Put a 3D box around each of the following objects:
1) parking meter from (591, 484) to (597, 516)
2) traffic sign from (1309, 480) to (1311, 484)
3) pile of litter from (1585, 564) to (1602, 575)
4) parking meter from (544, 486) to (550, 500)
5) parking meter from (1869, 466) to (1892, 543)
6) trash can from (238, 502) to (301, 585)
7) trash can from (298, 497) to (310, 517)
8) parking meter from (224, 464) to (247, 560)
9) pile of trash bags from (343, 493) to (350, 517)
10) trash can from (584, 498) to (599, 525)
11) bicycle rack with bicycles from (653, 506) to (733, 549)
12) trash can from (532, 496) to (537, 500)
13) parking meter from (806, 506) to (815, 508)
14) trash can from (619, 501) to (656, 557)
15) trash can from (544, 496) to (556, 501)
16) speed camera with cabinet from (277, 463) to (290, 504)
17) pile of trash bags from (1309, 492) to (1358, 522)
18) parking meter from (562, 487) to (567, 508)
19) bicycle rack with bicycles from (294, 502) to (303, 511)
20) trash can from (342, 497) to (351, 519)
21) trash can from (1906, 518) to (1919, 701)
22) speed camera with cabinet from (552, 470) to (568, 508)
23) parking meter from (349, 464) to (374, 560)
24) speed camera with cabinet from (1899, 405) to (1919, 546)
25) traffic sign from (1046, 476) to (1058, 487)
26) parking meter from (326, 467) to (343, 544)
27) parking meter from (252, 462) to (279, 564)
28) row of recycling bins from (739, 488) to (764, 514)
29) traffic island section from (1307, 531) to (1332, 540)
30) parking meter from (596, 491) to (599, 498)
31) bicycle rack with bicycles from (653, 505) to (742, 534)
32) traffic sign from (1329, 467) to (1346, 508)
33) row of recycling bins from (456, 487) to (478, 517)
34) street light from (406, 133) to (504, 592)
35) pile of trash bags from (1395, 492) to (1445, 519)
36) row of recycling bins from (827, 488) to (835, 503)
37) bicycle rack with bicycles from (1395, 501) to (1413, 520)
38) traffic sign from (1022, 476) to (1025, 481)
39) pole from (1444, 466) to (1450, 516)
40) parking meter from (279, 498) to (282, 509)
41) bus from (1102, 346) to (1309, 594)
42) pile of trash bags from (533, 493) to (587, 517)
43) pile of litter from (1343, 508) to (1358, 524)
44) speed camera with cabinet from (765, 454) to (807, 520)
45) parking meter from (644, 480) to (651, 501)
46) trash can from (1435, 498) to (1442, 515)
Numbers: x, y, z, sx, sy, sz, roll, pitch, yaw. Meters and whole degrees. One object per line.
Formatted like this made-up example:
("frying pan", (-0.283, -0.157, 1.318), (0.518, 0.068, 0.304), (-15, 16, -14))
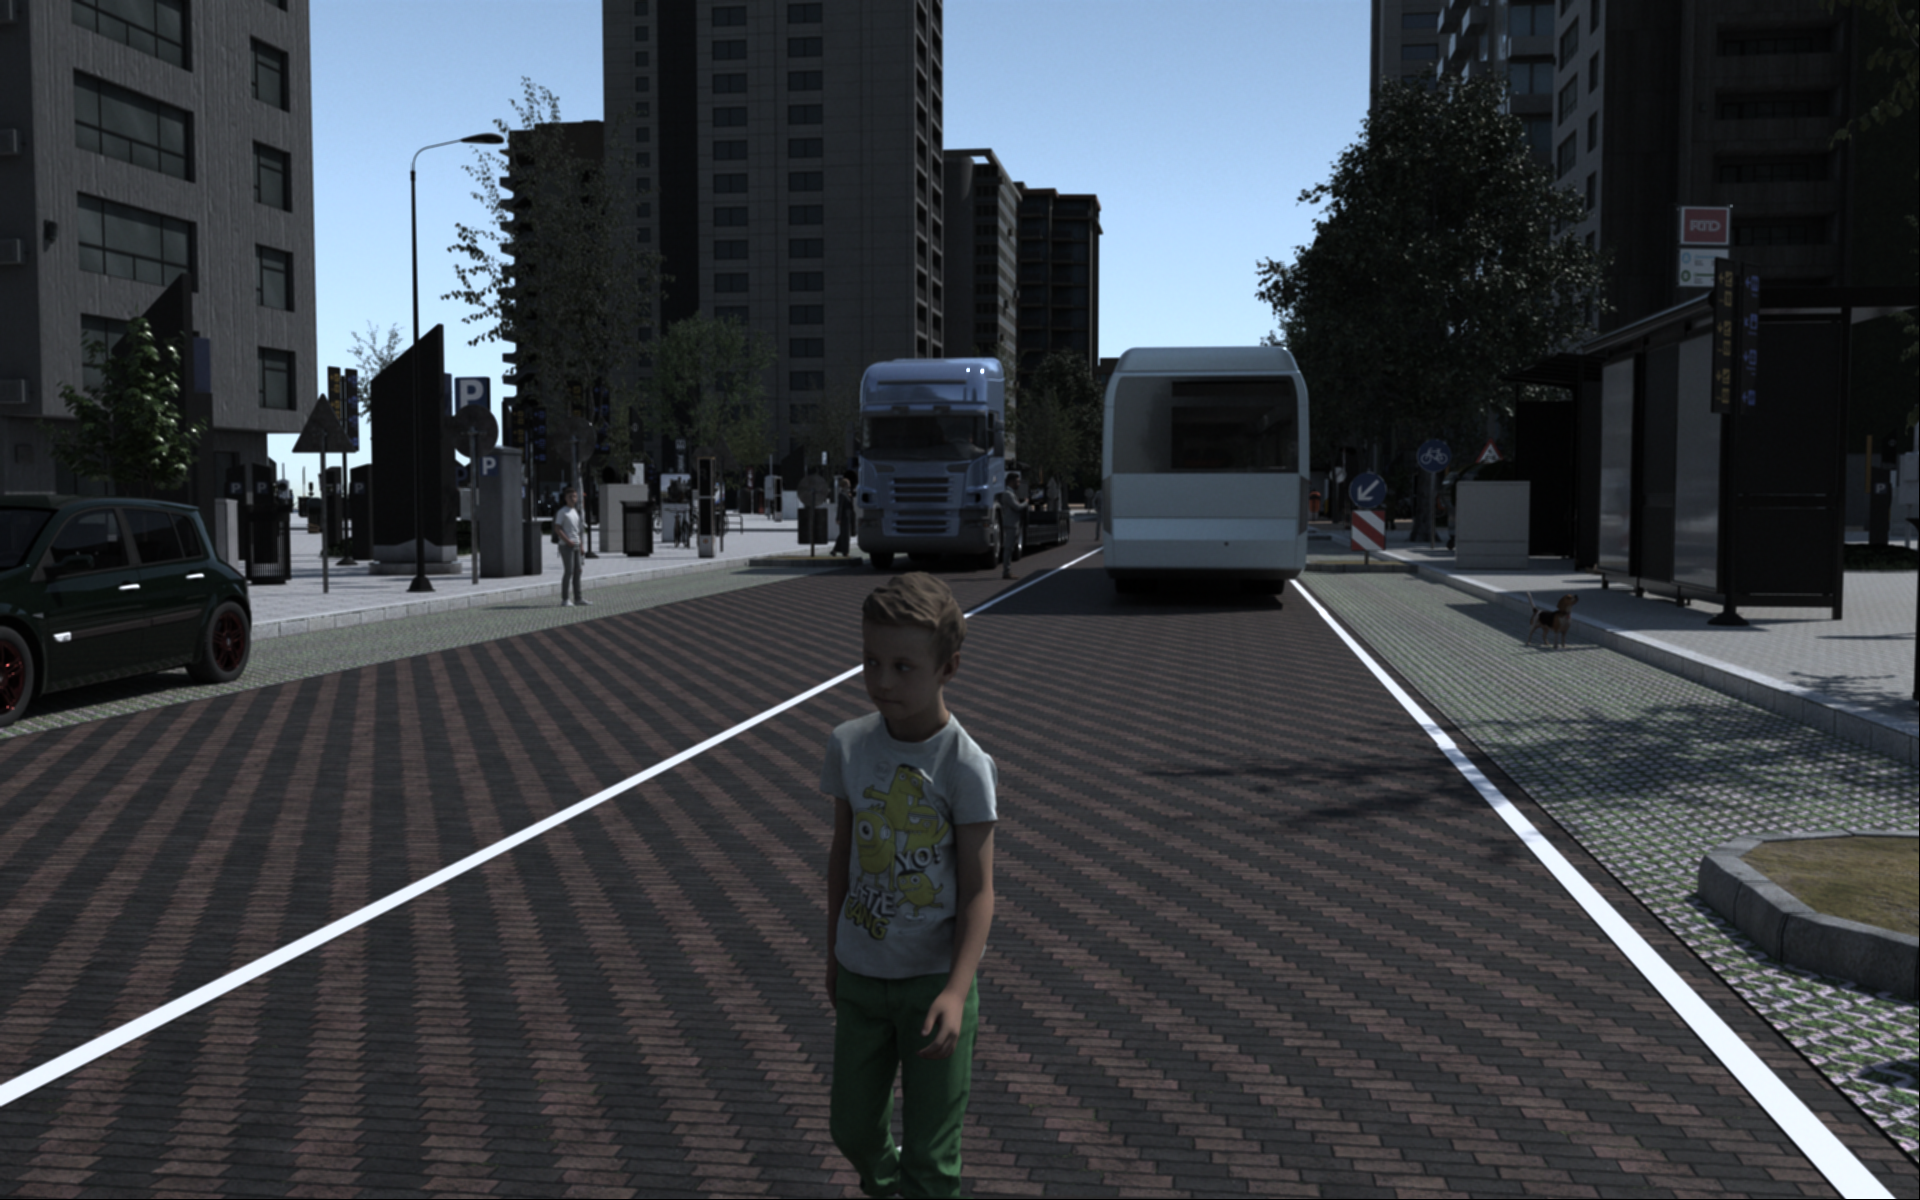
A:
("parking meter", (-21.489, -5.872, 101.715), (0.255, 1.863, 0.399), (-1, 4, -17))
("traffic sign", (18.750, -5.788, 94.645), (0.884, 2.594, 0.081), (1, 4, 10))
("pile of litter", (10.637, -0.827, 27.488), (1.176, 0.858, 1.719), (0, 4, 1))
("parking meter", (-28.354, -6.922, 118.891), (0.255, 1.863, 0.399), (-2, 4, -34))
("parking meter", (19.060, -1.844, 35.856), (0.399, 1.863, 0.255), (2, 4, 28))
("trash can", (-9.841, -0.793, 24.615), (0.748, 1.137, 0.748), (0, 3, 0))
("trash can", (-36.268, -5.146, 95.793), (0.748, 1.137, 0.748), (0, 3, 0))
("parking meter", (-14.002, -1.699, 33.493), (0.399, 1.863, 0.255), (-1, 4, -21))
("pile of trash bags", (-31.807, -4.993, 91.381), (3.447, 1.369, 1.912), (1, 4, 10))
("trash can", (-15.300, -3.691, 72.005), (0.748, 1.137, 0.748), (0, 3, 0))
("bicycle rack with bicycles", (-7.148, -1.731, 41.683), (2.852, 0.926, 2.925), (0, 4, 0))
("trash can", (-27.609, -6.116, 111.643), (0.748, 1.137, 0.748), (0, 3, 0))
("parking meter", (-7.060, -4.653, 81.792), (0.399, 1.863, 0.255), (3, 5, 42))
("trash can", (-6.601, -1.458, 35.492), (0.748, 1.137, 0.748), (0, 3, 0))
("trash can", (-26.555, -6.153, 112.257), (0.748, 1.137, 0.748), (0, 3, 0))
("speed camera with cabinet", (-43.546, -7.049, 109.580), (2.038, 3.252, 0.660), (-1, 4, -12))
("pile of trash bags", (17.628, -4.246, 79.177), (3.447, 1.369, 1.912), (1, 4, 18))
("parking meter", (-31.391, -8.062, 137.519), (0.399, 1.863, 0.255), (-3, 5, -41))
("bicycle rack with bicycles", (-50.174, -7.404, 134.439), (2.925, 0.926, 2.852), (-2, 4, -23))
("trash can", (-30.941, -4.643, 87.573), (0.748, 1.137, 0.748), (0, 3, 0))
("trash can", (5.964, 0.090, 10.179), (0.748, 1.137, 0.748), (0, 3, 0))
("speed camera with cabinet", (-32.277, -8.922, 140.208), (0.660, 3.252, 2.038), (1, 4, 15))
("parking meter", (-11.588, -1.702, 33.534), (0.399, 1.863, 0.255), (0, 4, 3))
("speed camera with cabinet", (21.609, -2.661, 37.838), (0.660, 3.252, 2.038), (-1, 4, -22))
("traffic sign", (6.674, -7.680, 125.577), (0.884, 2.594, 0.081), (1, 4, 18))
("parking meter", (-13.227, -1.886, 36.541), (0.255, 1.863, 0.399), (0, 4, 7))
("parking meter", (-12.804, -1.605, 31.953), (0.399, 1.863, 0.255), (0, 4, 1))
("row of recycling bins", (-12.704, -6.497, 113.331), (3.534, 1.692, 1.069), (-1, 4, -19))
("traffic island section", (10.687, -2.000, 54.979), (2.009, 0.180, 2.903), (1, 4, 8))
("parking meter", (-25.629, -6.969, 122.346), (0.372, 1.533, 0.369), (0, 3, 0))
("bicycle rack with bicycles", (-8.272, -2.592, 55.756), (2.852, 0.926, 2.925), (-2, 4, -34))
("traffic sign", (17.605, -4.933, 80.760), (0.768, 2.556, 0.104), (1, 4, 13))
("row of recycling bins", (-28.229, -5.421, 95.743), (3.534, 1.692, 1.069), (0, 4, 2))
("street light", (-6.560, -3.057, 22.529), (1.470, 5.913, 1.316), (1, 4, 8))
("pile of trash bags", (24.410, -4.971, 91.033), (1.912, 1.369, 3.447), (-2, 4, -25))
("row of recycling bins", (-8.236, -6.944, 120.641), (3.534, 1.692, 1.069), (2, 4, 33))
("bicycle rack with bicycles", (22.241, -4.515, 87.205), (2.852, 0.926, 2.925), (0, 4, 0))
("traffic sign", (3.780, -6.630, 108.411), (0.884, 2.594, 0.081), (1, 4, 17))
("pole", (22.259, -5.215, 79.107), (0.158, 3.312, 0.155), (0, 3, 0))
("parking meter", (-47.929, -6.947, 121.999), (0.372, 1.533, 0.369), (0, 3, 0))
("bus", (3.846, -2.038, 28.187), (2.948, 3.499, 13.247), (0, 4, 7))
("pile of trash bags", (-22.518, -5.300, 96.409), (3.447, 1.369, 1.912), (-1, 4, -20))
("pile of litter", (16.907, -3.664, 73.868), (1.176, 0.858, 1.719), (1, 4, 9))
("speed camera with cabinet", (-8.731, -5.618, 86.197), (2.038, 3.252, 0.660), (2, 4, 31))
("parking meter", (-12.419, -3.836, 68.434), (0.399, 1.863, 0.255), (-3, 5, -43))
("trash can", (28.826, -5.676, 104.459), (0.748, 1.137, 0.748), (0, 3, 0))
